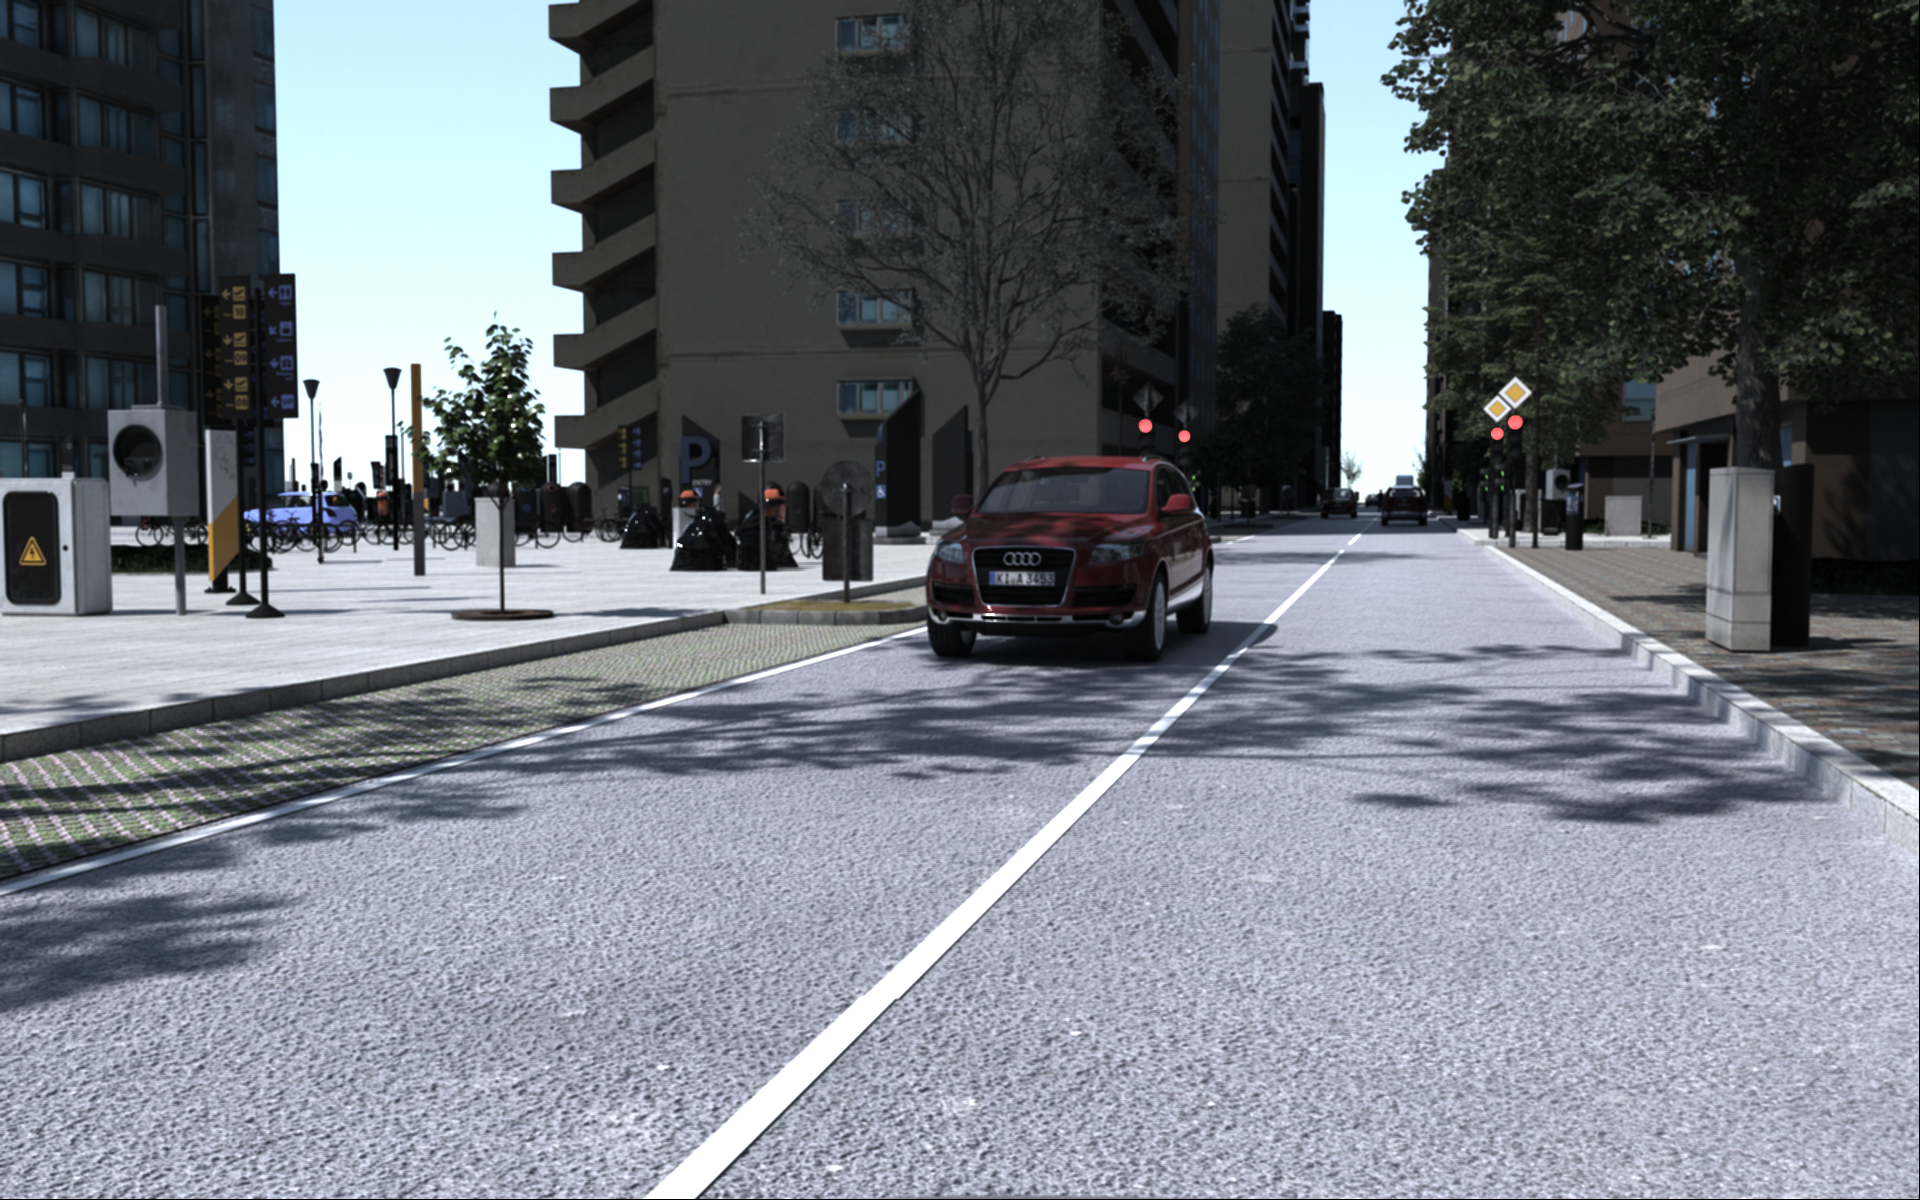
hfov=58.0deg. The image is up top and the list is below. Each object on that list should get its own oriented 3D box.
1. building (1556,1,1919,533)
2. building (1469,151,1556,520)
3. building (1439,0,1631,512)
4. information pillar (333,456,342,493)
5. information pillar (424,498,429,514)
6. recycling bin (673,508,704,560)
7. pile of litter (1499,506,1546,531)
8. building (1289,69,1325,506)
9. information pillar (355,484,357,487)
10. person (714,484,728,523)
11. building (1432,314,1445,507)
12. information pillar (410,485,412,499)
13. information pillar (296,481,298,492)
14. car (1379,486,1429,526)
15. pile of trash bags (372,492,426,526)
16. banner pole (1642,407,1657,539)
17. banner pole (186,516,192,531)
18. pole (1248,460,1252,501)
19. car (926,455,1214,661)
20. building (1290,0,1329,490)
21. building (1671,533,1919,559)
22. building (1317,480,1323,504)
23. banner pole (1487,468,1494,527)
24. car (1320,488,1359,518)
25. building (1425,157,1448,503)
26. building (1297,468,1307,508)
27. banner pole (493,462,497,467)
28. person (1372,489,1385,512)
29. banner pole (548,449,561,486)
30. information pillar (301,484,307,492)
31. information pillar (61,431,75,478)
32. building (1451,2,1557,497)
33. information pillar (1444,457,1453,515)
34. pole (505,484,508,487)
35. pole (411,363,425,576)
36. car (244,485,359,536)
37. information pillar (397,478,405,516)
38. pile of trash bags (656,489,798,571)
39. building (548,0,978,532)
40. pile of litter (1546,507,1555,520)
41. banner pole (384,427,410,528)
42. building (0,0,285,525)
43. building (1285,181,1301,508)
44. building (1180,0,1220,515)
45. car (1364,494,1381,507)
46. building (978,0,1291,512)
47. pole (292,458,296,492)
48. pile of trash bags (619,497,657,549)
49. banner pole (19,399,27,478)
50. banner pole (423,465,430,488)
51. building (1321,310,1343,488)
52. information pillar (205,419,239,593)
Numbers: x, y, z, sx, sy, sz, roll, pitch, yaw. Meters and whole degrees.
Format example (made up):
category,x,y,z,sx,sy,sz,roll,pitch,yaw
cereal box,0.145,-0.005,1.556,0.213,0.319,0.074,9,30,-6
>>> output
category,x,y,z,sx,sy,sz,roll,pitch,yaw
building,31.441,-25.575,68.265,14.600,45.320,14.200,1,4,14
building,43.189,-15.376,96.442,27.650,21.520,28.899,1,4,14
building,51.247,-30.976,156.569,14.600,45.320,14.200,1,4,14
information pillar,-37.920,-6.989,105.627,0.504,3.616,0.183,0,4,-4
information pillar,-34.731,-7.410,112.514,0.504,3.616,0.183,1,4,16
recycling bin,-4.882,-1.180,31.845,0.722,1.027,0.722,-1,4,-16
pile of litter,19.589,-2.873,60.944,1.176,0.858,1.719,0,4,-5
building,32.045,-32.894,187.931,14.600,45.320,14.200,1,4,14
information pillar,-42.760,-7.254,123.099,0.304,2.012,0.304,-3,5,-41
person,-7.086,-2.532,50.655,0.466,1.731,0.760,3,5,39
building,63.086,-20.325,177.346,27.650,21.520,28.899,1,4,14
information pillar,-43.281,-8.052,136.147,0.304,2.012,0.304,1,4,15
information pillar,-37.898,-5.762,98.695,0.304,2.012,0.304,-2,4,-24
car,20.570,-4.378,80.256,2.281,1.827,5.304,1,4,14
pile of trash bags,-23.513,-3.807,71.994,1.912,1.369,3.447,0,4,-2
banner pole,19.824,-3.645,49.608,0.401,3.779,0.863,1,4,16
banner pole,-26.732,-4.280,59.995,0.401,3.779,0.863,-1,4,-11
pole,17.263,-6.684,103.134,0.158,3.312,0.155,0,3,0
car,1.201,-0.491,16.696,2.281,1.827,5.304,1,4,15
building,41.921,-57.145,246.992,22.319,86.520,31.000,1,4,14
building,20.934,-23.241,30.103,14.600,45.320,14.200,1,4,14
building,30.348,-32.486,223.025,32.217,40.220,23.993,1,4,14
banner pole,20.860,-4.754,67.744,0.401,3.779,0.863,1,4,14
car,22.702,-5.806,103.603,2.281,1.827,5.304,1,4,14
building,76.618,-37.846,242.476,21.300,48.544,21.600,1,4,14
building,24.024,-44.828,171.193,20.563,71.187,20.611,1,4,14
banner pole,-23.848,-5.976,87.718,0.863,3.779,0.401,-2,4,-27
person,32.756,-7.726,134.839,1.348,1.822,0.705,1,4,16
banner pole,-22.257,-6.444,95.383,0.863,3.779,0.401,-2,4,-26
information pillar,-50.065,-7.812,132.214,0.304,2.012,0.304,0,4,-7
information pillar,-33.216,-4.478,64.568,0.504,3.616,0.183,0,4,4
building,50.107,-29.349,134.475,22.147,44.769,28.867,1,4,14
information pillar,29.454,-6.913,104.385,0.504,3.616,0.183,2,4,27
pole,-20.374,-5.130,77.712,0.158,3.312,0.155,0,3,0
pole,-8.505,-2.039,27.174,0.158,3.312,0.155,0,3,0
car,-20.455,-2.674,53.309,3.694,1.707,1.945,1,4,13
information pillar,-26.383,-4.723,81.719,0.304,2.012,0.304,1,4,23
pile of trash bags,-3.706,-1.252,30.231,1.912,1.369,3.447,1,4,11
building,-3.259,-27.176,68.023,21.300,48.544,21.600,1,4,14
pile of litter,22.004,-3.172,65.825,1.719,0.858,1.176,1,4,10
banner pole,-21.038,-4.567,64.694,0.863,3.779,0.401,-2,4,-31
building,-47.847,-27.951,76.606,30.456,49.044,23.786,1,4,14
building,22.770,-23.436,154.876,14.160,30.474,14.107,1,4,14
building,7.171,-27.480,99.414,14.600,45.320,14.200,1,4,14
car,44.727,-10.854,187.244,2.009,1.686,4.222,1,4,14
building,14.572,-31.420,137.424,21.300,48.544,21.600,1,4,14
pole,-37.521,-6.344,97.565,0.158,3.312,0.155,0,3,0
pile of trash bags,-6.962,-1.972,42.000,1.912,1.369,3.447,0,4,7
banner pole,-24.888,-3.430,46.096,0.401,3.779,0.863,-1,4,-22
banner pole,-27.403,-6.008,88.255,0.863,3.779,0.401,0,4,1
building,51.950,-30.439,269.385,14.160,30.474,14.107,1,4,14
information pillar,-9.593,-1.906,22.510,0.183,3.616,0.504,2,4,25
